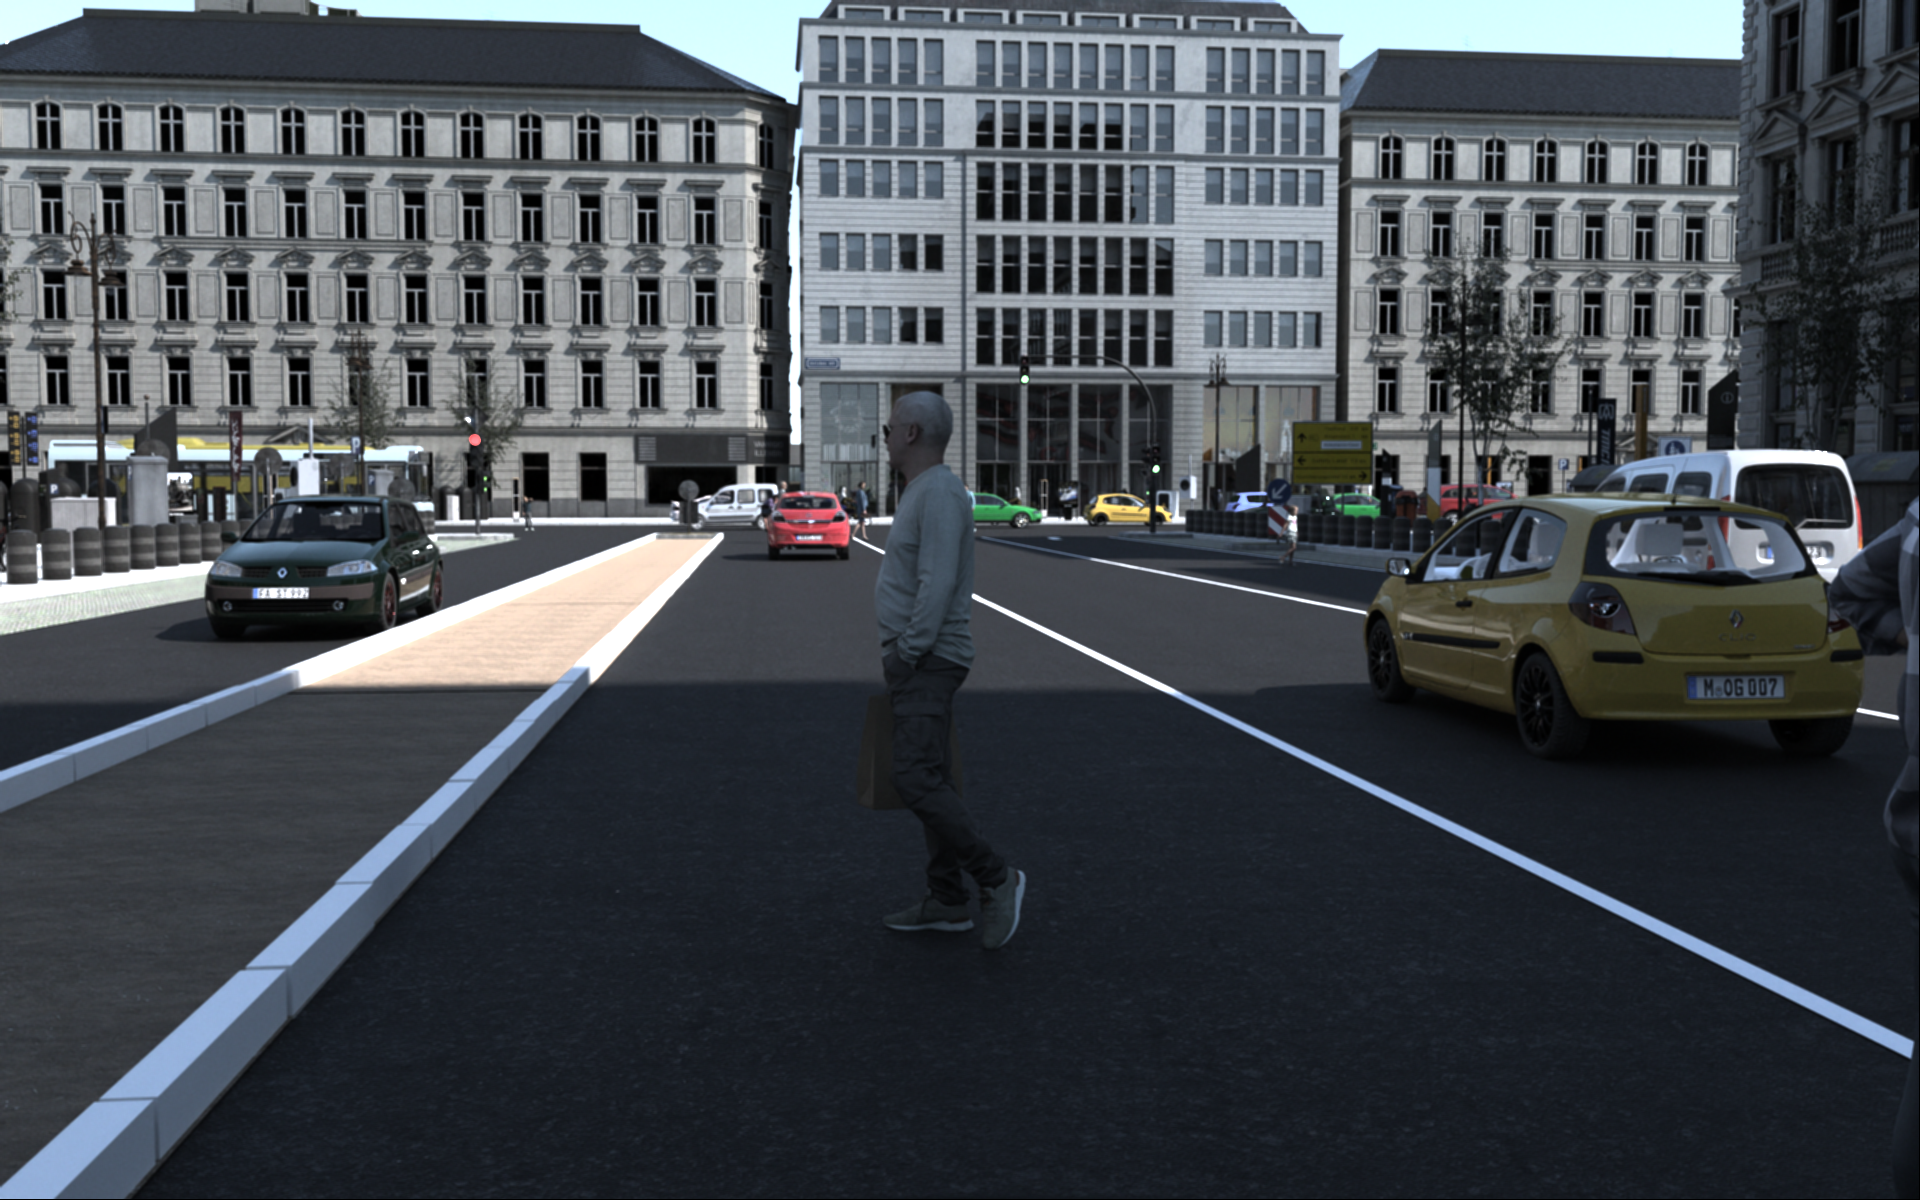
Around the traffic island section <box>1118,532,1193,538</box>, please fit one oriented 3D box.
[{"bbox_3d":[6.384,-2.139,57.255,2.009,0.180,2.903,0,4,-6],"label":"traffic island section"}]

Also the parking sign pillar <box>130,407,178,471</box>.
[{"bbox_3d":[-24.708,-3.954,53.121,1.447,3.967,1.447,3,4,36],"label":"parking sign pillar"}]

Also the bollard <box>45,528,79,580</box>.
[{"bbox_3d":[-13.515,-0.684,25.901,0.404,0.777,0.398,0,3,0],"label":"bollard"}]

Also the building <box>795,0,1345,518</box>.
[{"bbox_3d":[5.657,-19.697,99.531,29.804,29.767,11.434,0,4,-6],"label":"building"}]

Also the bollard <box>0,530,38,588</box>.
[{"bbox_3d":[-13.375,-0.610,24.687,0.404,0.777,0.398,0,3,0],"label":"bollard"}]

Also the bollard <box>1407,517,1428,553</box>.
[{"bbox_3d":[10.118,-1.421,37.945,0.404,0.777,0.398,0,3,0],"label":"bollard"}]

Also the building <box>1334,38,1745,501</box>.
[{"bbox_3d":[42.212,-20.219,106.996,44.131,29.872,17.030,0,4,-6],"label":"building"}]

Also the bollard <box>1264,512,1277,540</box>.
[{"bbox_3d":[8.886,-2.081,48.748,0.404,0.777,0.398,0,3,0],"label":"bollard"}]

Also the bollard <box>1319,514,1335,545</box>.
[{"bbox_3d":[9.435,-1.788,43.954,0.404,0.777,0.398,0,3,0],"label":"bollard"}]

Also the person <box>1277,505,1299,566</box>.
[{"bbox_3d":[6.573,-1.284,34.515,0.382,1.210,0.505,2,4,33],"label":"person"}]

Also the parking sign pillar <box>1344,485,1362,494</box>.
[{"bbox_3d":[19.489,-5.957,85.870,1.447,3.967,1.447,2,4,34],"label":"parking sign pillar"}]

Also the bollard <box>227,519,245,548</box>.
[{"bbox_3d":[-14.476,-1.197,34.296,0.404,0.777,0.398,0,3,0],"label":"bollard"}]

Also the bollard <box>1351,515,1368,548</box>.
[{"bbox_3d":[9.706,-1.642,41.558,0.404,0.777,0.398,0,3,0],"label":"bollard"}]

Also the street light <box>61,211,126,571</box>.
[{"bbox_3d":[-14.257,-3.417,28.650,0.468,5.910,1.993,0,4,-6],"label":"street light"}]

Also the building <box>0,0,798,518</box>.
[{"bbox_3d":[-31.412,-19.689,98.326,44.131,29.872,17.030,0,4,-6],"label":"building"}]

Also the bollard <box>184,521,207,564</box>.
[{"bbox_3d":[-14.194,-1.050,31.891,0.404,0.777,0.398,0,3,0],"label":"bollard"}]

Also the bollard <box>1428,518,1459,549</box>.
[{"bbox_3d":[10.253,-1.348,36.750,0.404,0.777,0.398,0,3,0],"label":"bollard"}]

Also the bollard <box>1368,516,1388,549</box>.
[{"bbox_3d":[9.844,-1.568,40.360,0.404,0.777,0.398,0,3,0],"label":"bollard"}]

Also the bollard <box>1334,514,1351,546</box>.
[{"bbox_3d":[9.571,-1.715,42.760,0.404,0.777,0.398,0,3,0],"label":"bollard"}]

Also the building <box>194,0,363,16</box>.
[{"bbox_3d":[-97.055,-49.752,251.698,20.611,71.187,20.563,0,4,-6],"label":"building"}]

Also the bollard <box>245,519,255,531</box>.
[{"bbox_3d":[-14.608,-1.271,35.495,0.404,0.777,0.398,0,3,0],"label":"bollard"}]

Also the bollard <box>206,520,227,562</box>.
[{"bbox_3d":[-14.327,-1.124,33.088,0.404,0.777,0.398,0,3,0],"label":"bollard"}]

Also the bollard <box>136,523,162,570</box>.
[{"bbox_3d":[-13.923,-0.903,29.483,0.404,0.777,0.398,0,3,0],"label":"bollard"}]

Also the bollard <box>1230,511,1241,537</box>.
[{"bbox_3d":[8.476,-2.301,52.337,0.404,0.777,0.398,0,3,0],"label":"bollard"}]

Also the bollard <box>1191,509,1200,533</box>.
[{"bbox_3d":[7.933,-2.594,57.123,0.404,0.777,0.398,0,3,0],"label":"bollard"}]

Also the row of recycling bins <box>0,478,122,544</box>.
[{"bbox_3d":[-23.508,-2.297,44.665,3.534,1.692,1.069,-1,4,-11],"label":"row of recycling bins"}]

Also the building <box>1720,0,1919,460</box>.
[{"bbox_3d":[26.941,-12.797,38.106,11.050,23.489,19.941,0,4,-6],"label":"building"}]

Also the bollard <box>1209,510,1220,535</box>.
[{"bbox_3d":[8.203,-2.448,54.735,0.404,0.777,0.398,0,3,0],"label":"bollard"}]

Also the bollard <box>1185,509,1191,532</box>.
[{"bbox_3d":[7.796,-2.667,58.327,0.404,0.777,0.398,0,3,0],"label":"bollard"}]

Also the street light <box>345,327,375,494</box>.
[{"bbox_3d":[-16.645,-4.610,48.158,0.468,5.910,1.993,0,4,-6],"label":"street light"}]

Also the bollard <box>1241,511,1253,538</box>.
[{"bbox_3d":[8.612,-2.228,51.144,0.404,0.777,0.398,0,3,0],"label":"bollard"}]

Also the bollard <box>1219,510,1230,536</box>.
[{"bbox_3d":[8.340,-2.375,53.541,0.404,0.777,0.398,0,3,0],"label":"bollard"}]

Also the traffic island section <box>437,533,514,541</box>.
[{"bbox_3d":[-15.268,-1.989,54.801,2.009,0.180,2.903,0,4,-6],"label":"traffic island section"}]

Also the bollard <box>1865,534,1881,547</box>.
[{"bbox_3d":[11.896,-0.467,22.360,0.404,0.777,0.398,0,3,0],"label":"bollard"}]

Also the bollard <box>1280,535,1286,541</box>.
[{"bbox_3d":[9.025,-2.008,47.547,0.404,0.777,0.398,0,3,0],"label":"bollard"}]

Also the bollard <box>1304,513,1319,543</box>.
[{"bbox_3d":[9.298,-1.861,45.151,0.404,0.777,0.398,0,3,0],"label":"bollard"}]

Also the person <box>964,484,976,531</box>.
[{"bbox_3d":[0.334,-3.481,65.437,0.660,1.820,0.620,2,4,34],"label":"person"}]

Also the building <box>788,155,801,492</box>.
[{"bbox_3d":[-36.770,-41.223,263.229,27.495,52.752,28.713,0,4,-6],"label":"building"}]

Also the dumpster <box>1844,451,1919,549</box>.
[{"bbox_3d":[12.732,-1.071,23.271,1.264,1.857,1.865,0,4,-6],"label":"dumpster"}]

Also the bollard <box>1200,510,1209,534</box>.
[{"bbox_3d":[8.067,-2.521,55.929,0.404,0.777,0.398,0,3,0],"label":"bollard"}]

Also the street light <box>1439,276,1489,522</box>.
[{"bbox_3d":[10.694,-3.922,36.909,0.468,5.910,1.993,0,4,-6],"label":"street light"}]

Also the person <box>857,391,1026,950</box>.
[{"bbox_3d":[-0.073,0.198,5.752,0.515,1.767,0.782,0,4,-7],"label":"person"}]

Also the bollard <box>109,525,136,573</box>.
[{"bbox_3d":[-13.785,-0.830,28.289,0.404,0.777,0.398,0,3,0],"label":"bollard"}]

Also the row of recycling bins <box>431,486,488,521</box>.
[{"bbox_3d":[-24.627,-4.735,84.522,1.069,1.692,3.534,3,5,42],"label":"row of recycling bins"}]

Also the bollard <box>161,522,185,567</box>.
[{"bbox_3d":[-14.060,-0.977,30.687,0.404,0.777,0.398,0,3,0],"label":"bollard"}]

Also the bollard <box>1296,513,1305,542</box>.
[{"bbox_3d":[9.161,-1.934,46.345,0.404,0.777,0.398,0,3,0],"label":"bollard"}]

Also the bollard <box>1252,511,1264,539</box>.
[{"bbox_3d":[8.751,-2.154,49.942,0.404,0.777,0.398,0,3,0],"label":"bollard"}]

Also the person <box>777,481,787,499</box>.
[{"bbox_3d":[-5.068,-2.554,50.438,0.590,1.801,0.661,0,3,0],"label":"person"}]

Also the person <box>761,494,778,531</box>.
[{"bbox_3d":[-7.236,-3.320,66.022,0.697,1.427,0.421,1,4,21],"label":"person"}]

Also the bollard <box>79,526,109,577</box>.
[{"bbox_3d":[-13.650,-0.757,27.095,0.404,0.777,0.398,0,3,0],"label":"bollard"}]

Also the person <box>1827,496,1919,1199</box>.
[{"bbox_3d":[1.617,0.399,2.697,0.376,1.734,0.841,1,4,17],"label":"person"}]

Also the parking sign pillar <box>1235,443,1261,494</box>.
[{"bbox_3d":[15.279,-6.324,91.875,1.447,3.967,1.447,1,4,14],"label":"parking sign pillar"}]

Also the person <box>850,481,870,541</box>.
[{"bbox_3d":[-3.035,-2.689,52.488,0.654,1.822,0.581,0,4,-4],"label":"person"}]

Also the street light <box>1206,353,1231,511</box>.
[{"bbox_3d":[8.409,-5.129,56.644,0.468,5.910,1.993,0,4,-6],"label":"street light"}]

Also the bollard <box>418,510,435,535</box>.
[{"bbox_3d":[-16.793,-2.444,54.671,0.404,0.777,0.398,0,3,0],"label":"bollard"}]

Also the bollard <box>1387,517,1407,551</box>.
[{"bbox_3d":[9.981,-1.495,39.164,0.404,0.777,0.398,0,3,0],"label":"bollard"}]
